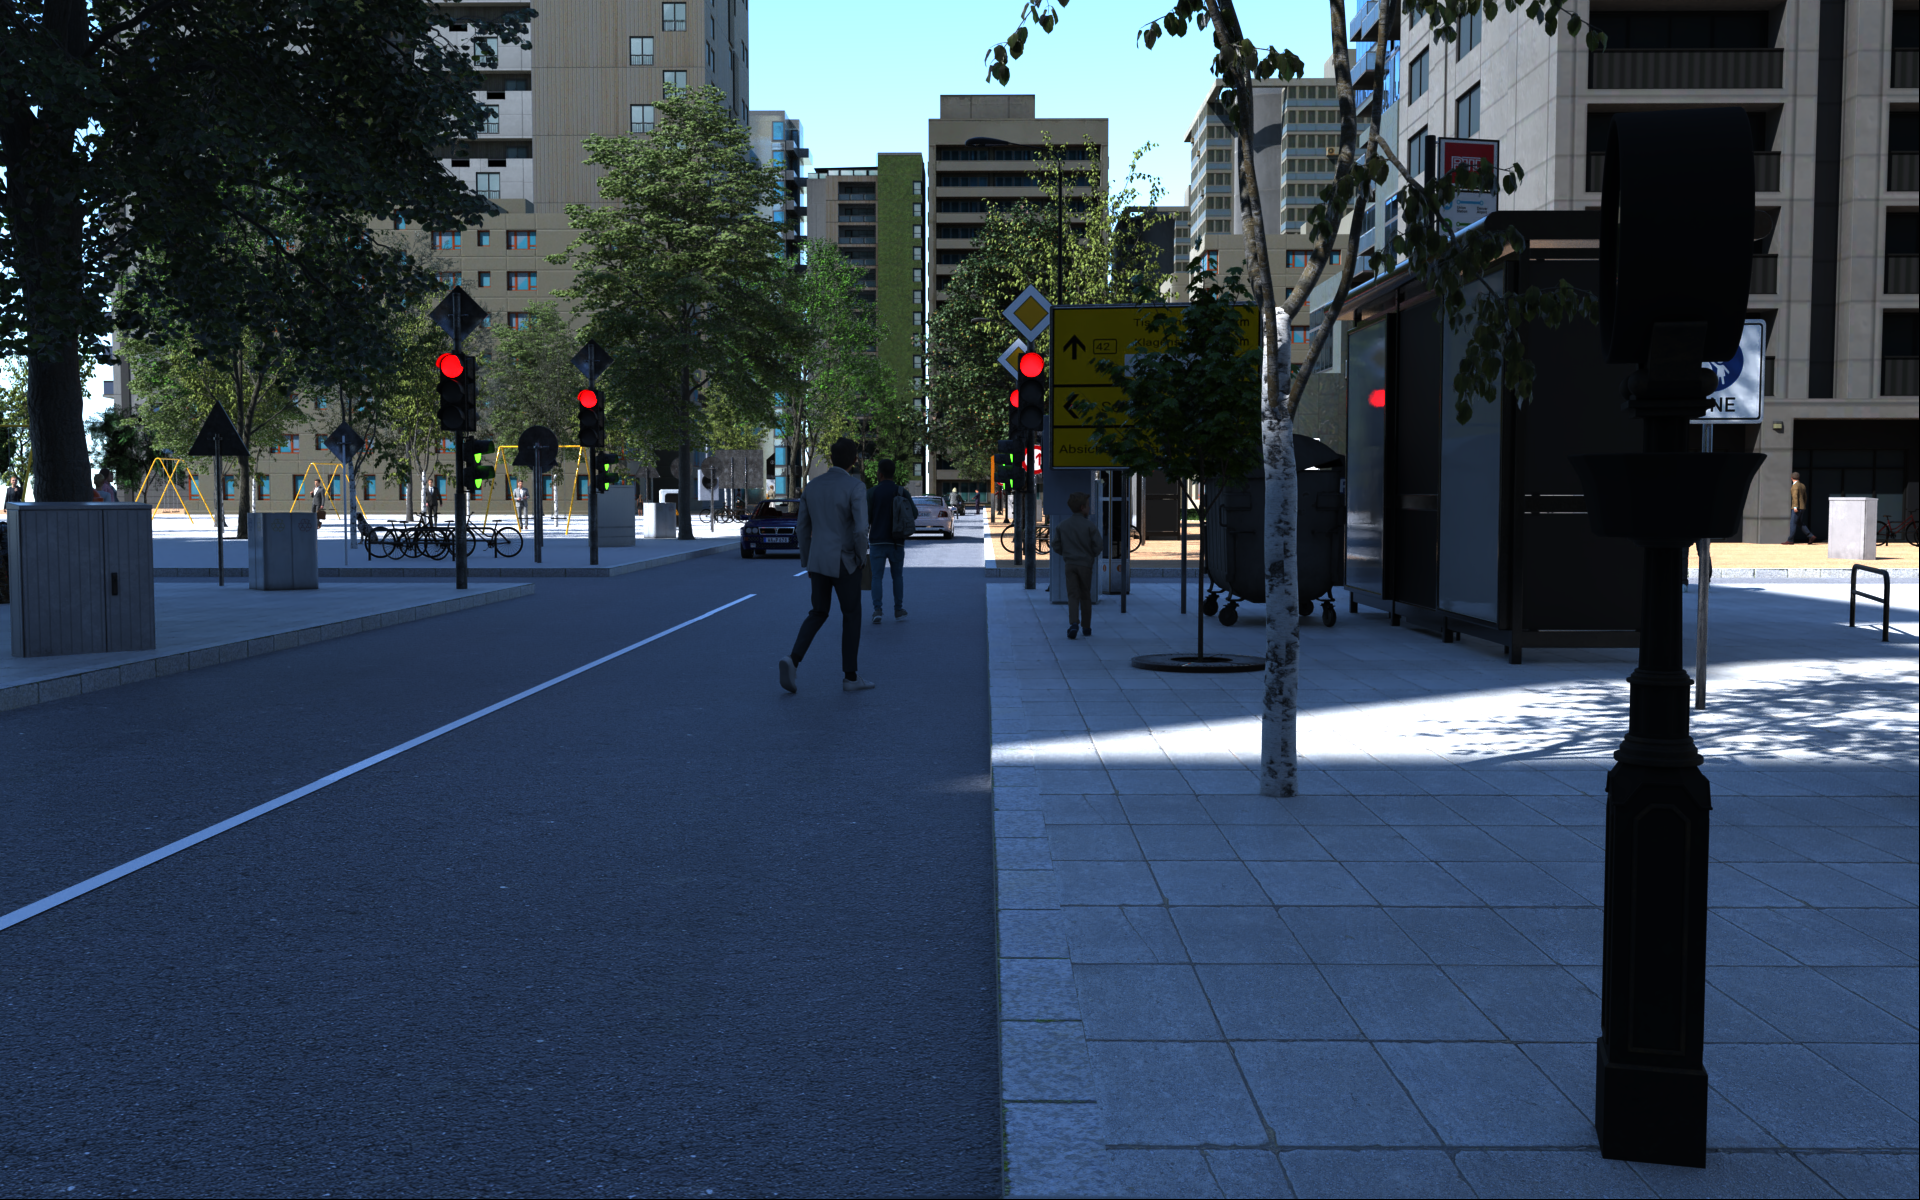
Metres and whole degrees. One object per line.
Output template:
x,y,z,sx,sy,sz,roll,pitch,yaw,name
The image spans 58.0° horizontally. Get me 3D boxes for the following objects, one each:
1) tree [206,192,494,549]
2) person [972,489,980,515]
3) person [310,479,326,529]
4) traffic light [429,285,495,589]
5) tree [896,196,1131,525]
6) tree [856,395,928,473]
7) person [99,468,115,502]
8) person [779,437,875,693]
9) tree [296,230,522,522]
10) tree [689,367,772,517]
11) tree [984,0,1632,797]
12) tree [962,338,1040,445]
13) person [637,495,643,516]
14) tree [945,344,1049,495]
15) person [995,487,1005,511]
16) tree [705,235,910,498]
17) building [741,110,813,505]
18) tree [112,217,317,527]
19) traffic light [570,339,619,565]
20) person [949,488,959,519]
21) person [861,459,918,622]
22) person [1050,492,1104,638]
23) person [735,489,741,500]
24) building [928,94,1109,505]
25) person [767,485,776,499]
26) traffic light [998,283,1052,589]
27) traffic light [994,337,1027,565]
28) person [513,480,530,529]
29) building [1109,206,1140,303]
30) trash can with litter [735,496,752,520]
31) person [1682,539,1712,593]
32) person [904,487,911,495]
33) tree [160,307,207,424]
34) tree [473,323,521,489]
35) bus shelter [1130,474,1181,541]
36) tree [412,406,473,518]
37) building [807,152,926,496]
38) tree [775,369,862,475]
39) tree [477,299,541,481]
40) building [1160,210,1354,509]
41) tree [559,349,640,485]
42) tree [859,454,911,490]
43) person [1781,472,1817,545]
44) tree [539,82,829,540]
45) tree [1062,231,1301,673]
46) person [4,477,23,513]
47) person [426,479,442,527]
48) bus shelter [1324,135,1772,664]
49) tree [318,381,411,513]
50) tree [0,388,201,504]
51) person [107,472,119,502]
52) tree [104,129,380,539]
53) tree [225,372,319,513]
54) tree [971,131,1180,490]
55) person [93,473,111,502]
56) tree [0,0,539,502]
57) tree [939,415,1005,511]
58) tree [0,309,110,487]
-14.010,-5.504,40.355,4.737,8.622,4.395,0,3,0,tree
1.121,-6.857,121.064,0.568,1.767,0.683,0,4,6,person
-23.376,-3.491,63.081,0.622,1.834,0.822,1,4,11,person
-6.731,-2.105,23.339,0.839,4.253,0.868,0,4,1,traffic light
2.401,-9.158,66.749,9.611,12.733,9.660,0,3,0,tree
-6.560,-13.837,160.651,8.767,10.594,7.601,1,4,10,tree
-17.732,-1.836,36.069,0.388,1.821,0.555,-3,5,-39,person
-0.942,-0.256,12.536,0.661,1.843,0.795,3,4,37,person
-25.430,-10.364,79.816,12.009,13.543,11.850,0,3,0,tree
-13.260,-9.285,102.176,4.737,8.622,4.395,0,3,0,tree
1.214,-3.461,6.952,4.360,8.622,3.978,0,3,0,tree
3.239,-9.244,85.555,7.601,10.594,8.767,0,4,-1,tree
-18.720,-5.544,101.351,0.362,1.253,0.373,0,4,2,person
2.607,-10.852,95.551,7.486,12.596,7.792,0,3,0,tree
2.969,-7.532,129.159,1.348,1.831,0.705,-2,4,-23,person
-6.578,-8.766,69.072,9.928,11.665,9.643,0,3,0,tree
-33.421,-36.420,215.078,30.456,49.044,23.786,0,4,1,building
-28.788,-9.101,66.933,7.486,12.596,7.792,0,3,0,tree
-6.626,-2.593,31.324,0.839,4.253,0.868,0,4,1,traffic light
-0.349,-5.497,98.557,0.537,1.800,0.526,0,4,4,person
-0.862,-0.663,19.321,0.794,1.824,0.713,1,4,8,person
1.045,-0.316,15.484,0.475,1.303,0.640,0,4,5,person
-17.654,-8.003,137.606,0.721,1.736,1.217,-2,4,-27,person
6.952,-36.088,213.740,21.600,48.544,21.300,0,4,1,building
-10.036,-5.262,92.624,0.519,1.759,0.362,2,4,33,person
0.930,-2.100,23.254,0.839,4.253,0.868,0,4,1,traffic light
1.035,-2.588,31.239,0.839,4.253,0.868,0,4,1,traffic light
-15.906,-3.461,62.828,0.606,1.804,0.583,-1,4,-18,person
31.466,-32.309,220.133,23.993,40.220,32.217,0,4,1,building
-10.544,-4.510,85.118,1.055,1.170,0.624,0,4,1,trash can with litter
9.589,-1.012,22.603,0.660,1.820,0.620,2,4,35,person
-2.802,-5.012,90.626,0.526,1.800,0.537,-3,5,-44,person
-24.019,-6.494,56.532,4.737,8.622,4.395,0,3,0,tree
-15.950,-7.148,67.230,4.360,8.622,3.978,0,3,0,tree
5.800,-4.534,51.759,2.179,5.291,8.768,0,4,1,bus shelter
-26.087,-8.678,92.254,4.360,8.622,3.978,0,3,0,tree
-11.216,-32.208,210.201,14.086,41.232,14.154,0,4,1,building
-7.419,-9.126,99.564,4.737,8.622,4.395,0,3,0,tree
-24.444,-11.173,100.803,7.486,12.596,7.792,0,3,0,tree
30.283,-17.417,129.814,27.650,21.520,28.899,0,4,1,building
-16.552,-7.978,80.797,4.737,8.622,4.395,0,3,0,tree
-5.899,-10.171,150.010,4.285,4.588,4.351,0,3,0,tree
21.254,-2.319,43.870,0.836,1.842,0.656,1,4,16,person
-7.529,-7.940,47.947,7.486,12.596,7.792,0,3,0,tree
1.822,-1.122,12.946,1.663,3.219,1.824,0,3,0,tree
-26.755,-2.602,49.011,0.576,1.772,0.534,-2,4,-24,person
-19.326,-3.526,63.470,0.659,1.850,0.755,-1,4,-14,person
4.996,-2.417,17.146,2.179,5.291,8.768,0,4,1,bus shelter
-32.840,-8.747,93.376,4.360,8.622,3.978,0,3,0,tree
-49.573,-7.590,87.008,11.467,7.101,20.602,3,5,42,tree
-19.278,-2.034,39.581,0.573,1.790,0.520,-1,4,-17,person
-20.347,-7.543,49.083,9.928,11.665,9.643,0,3,0,tree
-33.972,-8.135,83.377,4.360,8.622,3.978,0,3,0,tree
2.573,-5.154,34.624,4.737,8.622,4.395,0,3,0,tree
-14.566,-1.247,29.239,0.694,1.780,0.624,1,4,23,person
-8.569,-6.684,15.946,9.857,13.997,8.962,0,3,0,tree
2.998,-13.953,134.790,9.857,13.997,8.962,0,3,0,tree
-30.241,-6.535,57.213,4.737,8.622,4.395,0,3,0,tree
